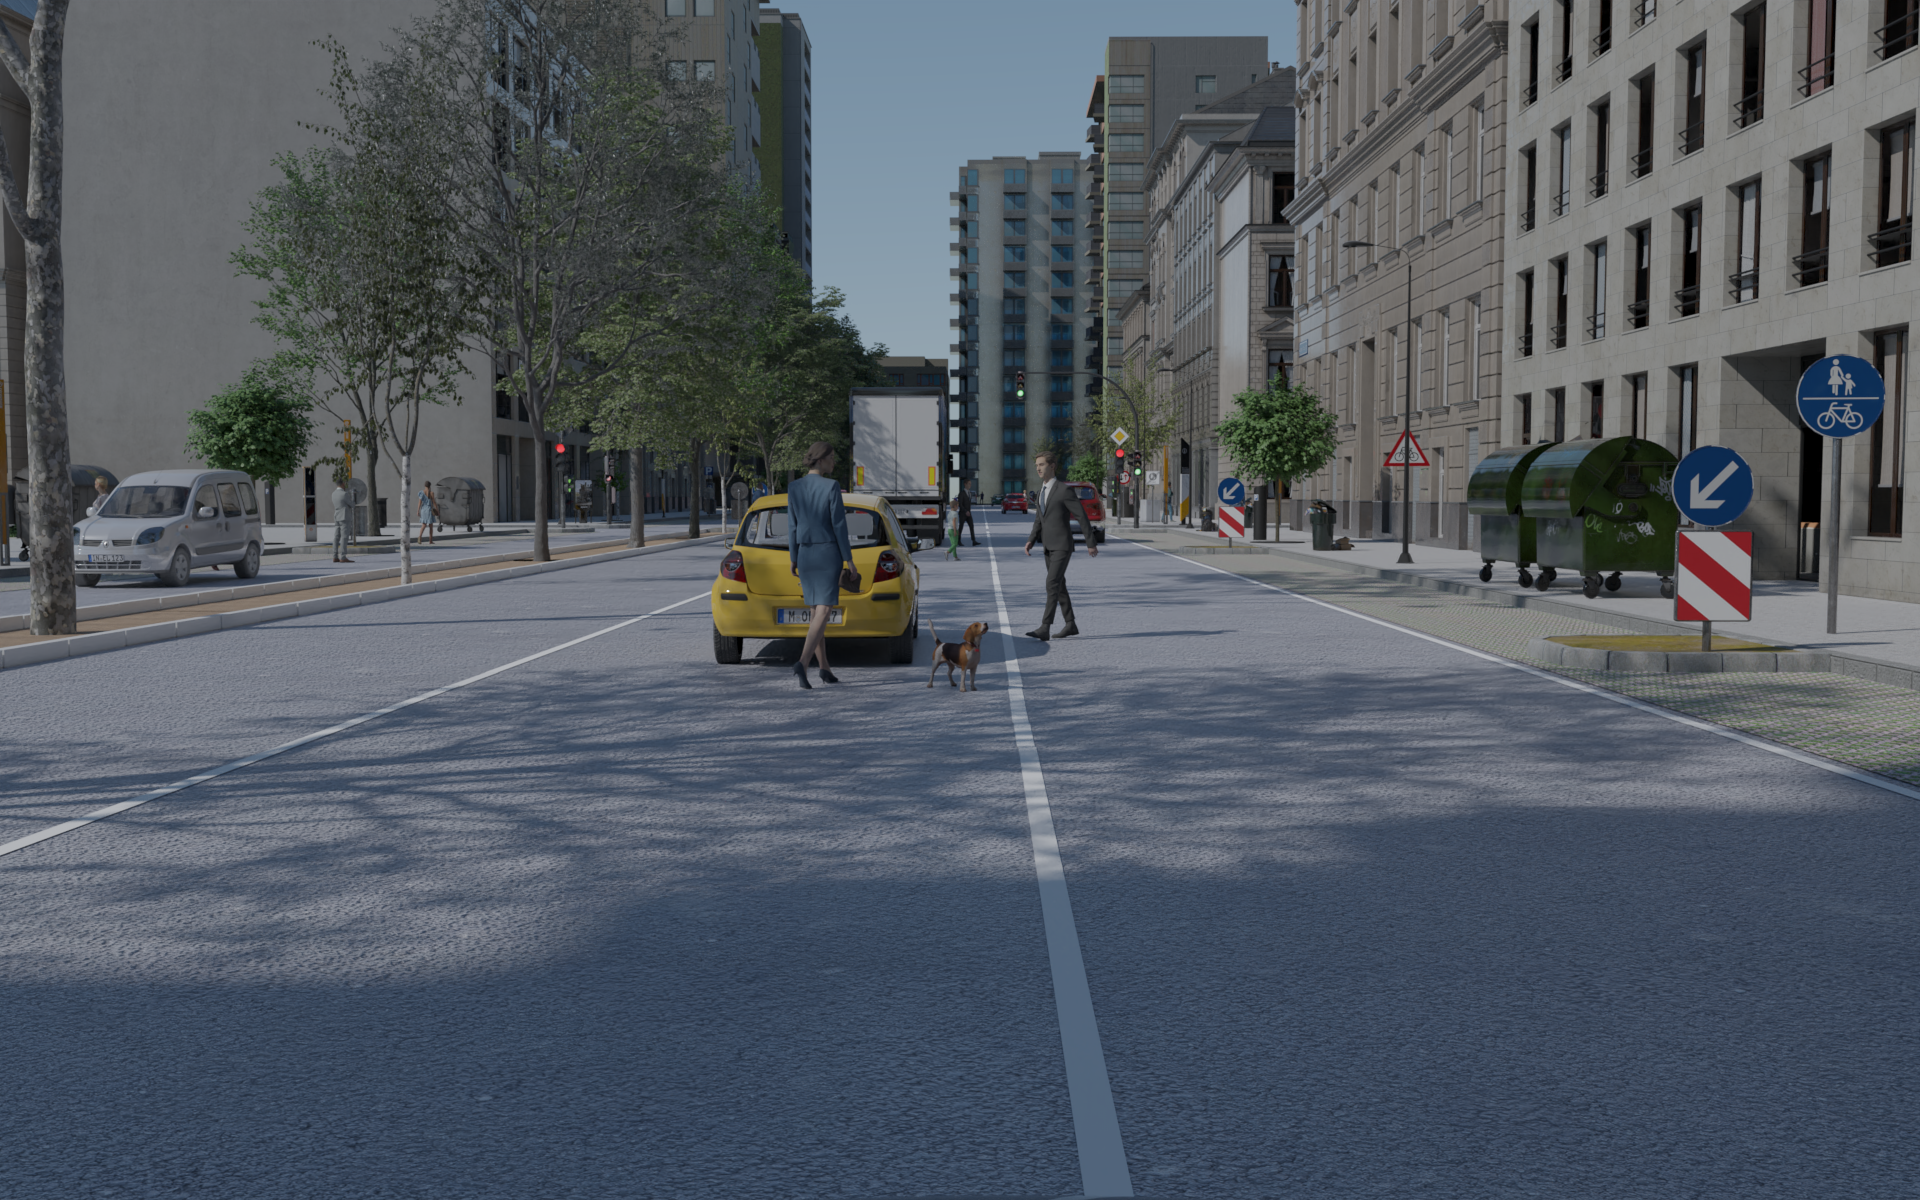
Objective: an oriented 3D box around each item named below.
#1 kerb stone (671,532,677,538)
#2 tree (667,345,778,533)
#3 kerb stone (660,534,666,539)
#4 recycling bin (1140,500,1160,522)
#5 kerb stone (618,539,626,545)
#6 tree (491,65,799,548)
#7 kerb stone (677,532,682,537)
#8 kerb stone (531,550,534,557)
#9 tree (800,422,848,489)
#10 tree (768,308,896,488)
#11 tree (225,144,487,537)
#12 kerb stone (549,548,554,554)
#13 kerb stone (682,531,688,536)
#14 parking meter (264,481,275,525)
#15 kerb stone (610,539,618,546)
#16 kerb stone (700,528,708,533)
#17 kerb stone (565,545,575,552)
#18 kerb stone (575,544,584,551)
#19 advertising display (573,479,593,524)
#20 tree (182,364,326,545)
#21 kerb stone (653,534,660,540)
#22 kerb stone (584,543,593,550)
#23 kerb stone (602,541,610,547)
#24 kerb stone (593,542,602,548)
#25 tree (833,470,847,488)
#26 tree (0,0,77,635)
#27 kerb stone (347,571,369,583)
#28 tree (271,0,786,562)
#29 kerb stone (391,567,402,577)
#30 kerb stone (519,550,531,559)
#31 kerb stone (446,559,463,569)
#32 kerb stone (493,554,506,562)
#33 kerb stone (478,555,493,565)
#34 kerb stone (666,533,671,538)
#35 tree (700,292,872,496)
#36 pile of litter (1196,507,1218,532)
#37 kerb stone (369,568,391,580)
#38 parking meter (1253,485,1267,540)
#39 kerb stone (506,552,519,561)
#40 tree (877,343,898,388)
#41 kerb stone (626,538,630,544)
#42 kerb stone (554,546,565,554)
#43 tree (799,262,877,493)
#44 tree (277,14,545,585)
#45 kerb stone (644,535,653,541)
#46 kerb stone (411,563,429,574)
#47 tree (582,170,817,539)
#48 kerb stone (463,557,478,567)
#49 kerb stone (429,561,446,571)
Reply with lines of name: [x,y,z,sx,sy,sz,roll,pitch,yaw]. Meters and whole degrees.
kerb stone: [-9.507,-2.118,56.818,0.120,0.150,1.000,0,4,1]
tree: [-8.532,-6.710,62.532,4.737,8.622,4.395,0,3,0]
kerb stone: [-9.542,-1.992,54.763,0.120,0.150,1.000,0,4,1]
recycling bin: [8.691,-4.073,79.146,0.722,1.027,0.722,-1,4,-15]
kerb stone: [-9.616,-1.615,48.606,0.120,0.150,1.000,0,4,1]
tree: [-8.669,-7.670,45.996,7.486,12.596,7.792,0,3,0]
kerb stone: [-9.504,-2.180,57.844,0.120,0.150,1.000,0,4,1]
kerb stone: [-9.721,-1.051,39.385,0.120,0.150,1.000,0,4,1]
tree: [-8.077,-8.873,97.899,4.737,8.622,4.395,0,3,0]
tree: [-8.046,-11.377,105.475,9.611,12.733,9.660,0,3,0]
tree: [-17.842,-7.730,52.144,9.928,11.665,9.643,0,3,0]
kerb stone: [-9.713,-1.114,40.412,0.120,0.150,1.000,0,4,1]
kerb stone: [-9.485,-2.243,58.868,0.120,0.150,1.000,0,4,1]
parking meter: [-28.930,-4.091,72.591,0.399,1.863,0.255,2,4,33]
kerb stone: [-9.624,-1.546,47.573,0.120,0.150,1.000,0,4,1]
kerb stone: [-9.430,-2.557,64.003,0.120,0.150,1.000,0,4,1]
kerb stone: [-9.685,-1.237,42.456,0.120,0.150,1.000,0,4,1]
kerb stone: [-9.671,-1.302,43.478,0.120,0.150,1.000,0,4,1]
advertising display: [-16.493,-4.316,75.783,0.123,1.923,0.974,3,4,39]
tree: [-17.855,-3.685,43.968,4.285,4.588,4.351,0,3,0]
kerb stone: [-9.553,-1.929,53.738,0.120,0.150,1.000,0,4,1]
kerb stone: [-9.666,-1.364,44.500,0.120,0.150,1.000,0,4,1]
kerb stone: [-9.640,-1.484,46.552,0.120,0.150,1.000,0,4,1]
kerb stone: [-9.654,-1.427,45.522,0.120,0.150,1.000,0,4,1]
tree: [-7.780,-10.305,121.309,4.360,8.622,3.978,0,3,0]
tree: [-10.431,-9.758,17.890,12.611,20.169,13.585,0,3,0]
kerb stone: [-9.865,-0.361,28.111,0.120,0.150,1.000,0,4,1]
tree: [-8.827,-7.542,36.140,12.009,13.543,11.850,0,3,0]
kerb stone: [-9.836,-0.487,30.156,0.120,0.150,1.000,0,4,1]
kerb stone: [-9.737,-0.988,38.357,0.120,0.150,1.000,0,4,1]
kerb stone: [-9.802,-0.675,33.233,0.120,0.150,1.000,0,4,1]
kerb stone: [-9.766,-0.863,36.302,0.120,0.150,1.000,0,4,1]
kerb stone: [-9.771,-0.800,35.277,0.120,0.150,1.000,0,4,1]
kerb stone: [-9.535,-2.054,55.785,0.120,0.150,1.000,0,4,1]
tree: [-8.161,-8.454,75.097,8.767,10.594,7.601,0,4,1]
pile of litter: [8.680,-2.778,59.386,1.176,0.858,1.719,0,4,8]
kerb stone: [-9.852,-0.424,29.134,0.120,0.150,1.000,0,4,1]
parking meter: [8.354,-2.433,48.185,0.372,1.533,0.369,0,3,0]
kerb stone: [-9.745,-0.923,37.324,0.120,0.150,1.000,0,4,1]
tree: [-7.406,-11.850,114.330,7.486,12.596,7.792,0,3,0]
kerb stone: [-9.599,-1.678,49.636,0.120,0.150,1.000,0,4,1]
kerb stone: [-9.696,-1.177,41.434,0.120,0.150,1.000,0,4,1]
tree: [-8.265,-9.979,83.734,7.486,12.596,7.792,0,3,0]
tree: [-8.579,-4.524,26.790,4.360,8.622,3.978,0,3,0]
kerb stone: [-9.569,-1.867,52.716,0.120,0.150,1.000,0,4,1]
kerb stone: [-9.831,-0.548,31.178,0.120,0.150,1.000,0,4,1]
tree: [-8.375,-7.743,54.812,9.928,11.665,9.643,0,3,0]
kerb stone: [-9.786,-0.738,34.255,0.120,0.150,1.000,0,4,1]
kerb stone: [-9.814,-0.608,32.200,0.120,0.150,1.000,0,4,1]
